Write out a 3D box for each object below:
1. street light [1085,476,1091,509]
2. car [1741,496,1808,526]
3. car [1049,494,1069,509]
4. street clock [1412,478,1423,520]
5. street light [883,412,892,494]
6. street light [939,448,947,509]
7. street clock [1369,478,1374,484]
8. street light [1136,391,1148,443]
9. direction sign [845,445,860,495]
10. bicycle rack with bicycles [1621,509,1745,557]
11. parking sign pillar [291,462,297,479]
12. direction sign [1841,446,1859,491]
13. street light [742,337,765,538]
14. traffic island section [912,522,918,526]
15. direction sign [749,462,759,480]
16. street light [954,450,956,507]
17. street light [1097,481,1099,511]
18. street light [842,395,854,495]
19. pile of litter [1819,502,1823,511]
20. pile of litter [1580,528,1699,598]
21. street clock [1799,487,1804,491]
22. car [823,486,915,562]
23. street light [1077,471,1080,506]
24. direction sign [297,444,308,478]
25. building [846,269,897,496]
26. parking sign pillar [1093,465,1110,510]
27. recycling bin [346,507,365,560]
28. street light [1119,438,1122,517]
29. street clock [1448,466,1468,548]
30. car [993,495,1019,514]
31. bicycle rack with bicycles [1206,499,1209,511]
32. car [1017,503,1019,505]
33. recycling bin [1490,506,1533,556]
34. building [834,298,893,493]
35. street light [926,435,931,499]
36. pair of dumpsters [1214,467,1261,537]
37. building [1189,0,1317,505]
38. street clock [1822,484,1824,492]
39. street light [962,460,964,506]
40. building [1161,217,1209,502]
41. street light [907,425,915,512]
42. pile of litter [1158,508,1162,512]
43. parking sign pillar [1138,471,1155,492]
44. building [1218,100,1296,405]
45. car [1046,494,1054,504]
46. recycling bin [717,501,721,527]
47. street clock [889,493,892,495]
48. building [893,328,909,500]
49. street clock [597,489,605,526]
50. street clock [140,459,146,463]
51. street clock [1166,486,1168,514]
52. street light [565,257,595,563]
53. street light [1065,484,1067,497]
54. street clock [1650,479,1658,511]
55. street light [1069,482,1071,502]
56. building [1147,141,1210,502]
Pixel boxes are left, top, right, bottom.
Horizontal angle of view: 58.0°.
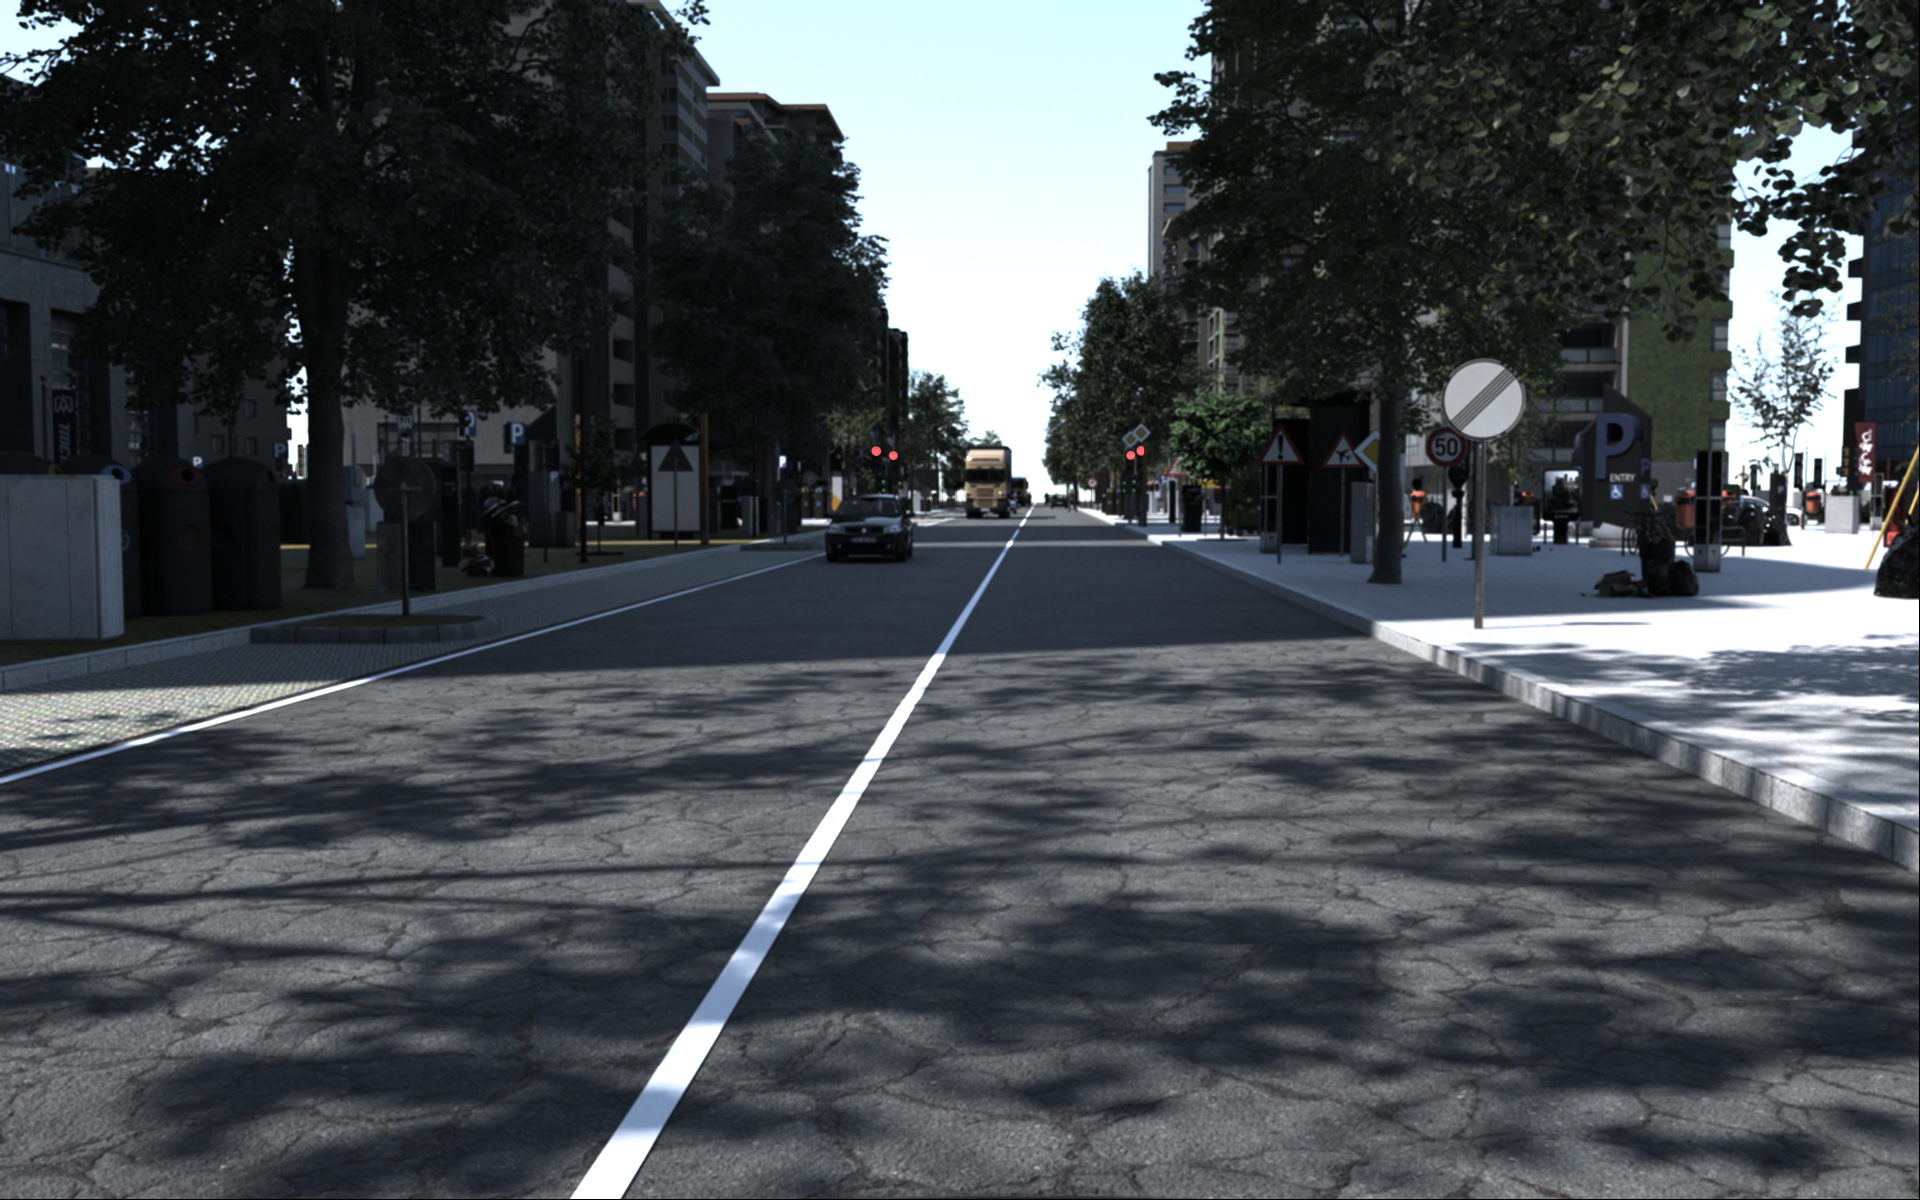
[{"bbox_3d":[12.417,-12.136,171.213,0.468,5.910,1.993,0,4,3],"label":"street light"},{"bbox_3d":[32.475,-3.626,71.647,4.827,1.381,2.083,0,4,4],"label":"car"},{"bbox_3d":[9.920,-9.977,172.916,2.009,1.686,4.222,0,4,2],"label":"car"},{"bbox_3d":[21.020,-4.593,79.661,0.471,2.002,0.358,2,4,27],"label":"street clock"},{"bbox_3d":[-4.017,-7.504,95.486,0.468,5.910,1.993,0,4,3],"label":"street light"},{"bbox_3d":[-1.442,-11.087,154.051,0.468,5.910,1.993,0,4,3],"label":"street light"},{"bbox_3d":[18.466,-4.511,78.330,0.471,2.002,0.358,1,4,15],"label":"street clock"},{"bbox_3d":[8.051,-6.360,76.780,0.468,5.910,1.993,0,4,3],"label":"street light"},{"bbox_3d":[-4.959,-5.389,80.105,0.876,3.537,0.379,-3,5,-41],"label":"direction sign"},{"bbox_3d":[14.810,-1.379,35.922,2.925,0.926,2.852,-3,5,-43],"label":"bicycle rack with bicycles"},{"bbox_3d":[-56.318,-9.673,146.627,1.447,3.967,1.447,-1,4,-19],"label":"parking sign pillar"},{"bbox_3d":[41.718,-5.450,81.097,0.876,3.537,0.379,2,4,30],"label":"direction sign"},{"bbox_3d":[-6.075,-4.784,51.012,0.468,5.910,1.993,0,4,3],"label":"street light"},{"bbox_3d":[-2.949,-3.345,76.971,2.009,0.180,2.903,0,4,3],"label":"traffic island section"},{"bbox_3d":[-14.376,-7.923,121.543,0.876,3.537,0.379,-2,4,-30],"label":"direction sign"},{"bbox_3d":[-0.502,-12.213,172.466,0.468,5.910,1.993,0,4,3],"label":"street light"},{"bbox_3d":[10.585,-9.783,132.743,0.468,5.910,1.993,0,4,3],"label":"street light"},{"bbox_3d":[-4.955,-6.384,77.174,0.468,5.910,1.993,0,4,3],"label":"street light"},{"bbox_3d":[58.327,-6.326,117.396,1.176,0.858,1.719,-1,4,-15],"label":"pile of litter"},{"bbox_3d":[8.594,-0.486,21.905,1.719,0.858,1.176,-1,4,-11],"label":"pile of litter"},{"bbox_3d":[71.985,-8.789,148.265,0.358,2.002,0.471,0,4,2],"label":"street clock"},{"bbox_3d":[-1.954,-1.723,37.960,2.009,1.686,4.222,0,4,1],"label":"car"},{"bbox_3d":[14.125,-14.410,208.392,0.468,5.910,1.993,0,4,3],"label":"street light"},{"bbox_3d":[-29.584,-5.276,78.266,0.876,3.537,0.379,2,4,27],"label":"direction sign"},{"bbox_3d":[-26.074,-35.794,277.114,32.217,40.220,23.993,0,4,3],"label":"building"},{"bbox_3d":[11.650,-9.373,141.725,1.447,3.967,1.447,3,5,42],"label":"parking sign pillar"},{"bbox_3d":[-12.190,-1.315,34.048,0.722,1.027,0.722,3,5,44],"label":"recycling bin"},{"bbox_3d":[8.881,-7.522,95.771,0.468,5.910,1.993,0,4,3],"label":"street light"},{"bbox_3d":[11.855,-2.242,41.235,0.471,2.002,0.358,0,4,6],"label":"street clock"},{"bbox_3d":[3.277,-7.030,126.942,2.014,1.417,4.499,0,4,1],"label":"car"},{"bbox_3d":[18.273,-6.499,119.639,2.852,0.926,2.925,-1,4,-16],"label":"bicycle rack with bicycles"},{"bbox_3d":[6.844,-13.287,227.465,2.015,1.641,3.980,0,4,3],"label":"car"},{"bbox_3d":[11.589,-1.460,36.417,0.722,1.027,0.722,0,4,3],"label":"recycling bin"},{"bbox_3d":[-18.110,-29.743,258.005,14.160,30.474,14.107,0,4,3],"label":"building"},{"bbox_3d":[-2.315,-9.757,132.310,0.468,5.910,1.993,0,4,3],"label":"street light"},{"bbox_3d":[8.828,-3.117,53.455,1.574,2.255,4.437,0,4,3],"label":"pair of dumpsters"},{"bbox_3d":[37.888,-46.605,200.244,20.563,71.187,20.611,0,4,3],"label":"building"},{"bbox_3d":[62.755,-7.410,125.722,0.471,2.002,0.358,-2,4,-35],"label":"street clock"},{"bbox_3d":[0.347,-13.333,190.782,0.468,5.910,1.993,0,4,3],"label":"street light"},{"bbox_3d":[42.456,-37.430,266.608,22.147,44.769,28.867,0,4,3],"label":"building"},{"bbox_3d":[-3.209,-8.625,113.804,0.468,5.910,1.993,0,4,3],"label":"street light"},{"bbox_3d":[13.999,-6.829,125.627,1.719,0.858,1.176,-2,4,-28],"label":"pile of litter"},{"bbox_3d":[14.194,-8.770,131.860,1.447,3.967,1.447,-1,4,-11],"label":"parking sign pillar"},{"bbox_3d":[34.317,-30.562,183.276,14.154,41.232,14.086,0,4,3],"label":"building"},{"bbox_3d":[13.519,-14.797,253.730,2.131,1.459,4.920,0,4,2],"label":"car"},{"bbox_3d":[-9.132,-3.377,67.774,0.722,1.027,0.722,0,3,0],"label":"recycling bin"},{"bbox_3d":[-4.371,-6.381,108.892,0.358,2.002,0.471,0,4,-7],"label":"street clock"},{"bbox_3d":[-16.246,-32.067,295.989,14.160,30.474,14.107,0,4,3],"label":"building"},{"bbox_3d":[-14.536,-4.017,70.241,0.358,2.002,0.471,-2,4,-24],"label":"street clock"},{"bbox_3d":[-16.571,-1.894,35.536,0.358,2.002,0.471,2,4,24],"label":"street clock"},{"bbox_3d":[13.499,-6.570,111.989,0.358,2.002,0.471,2,4,35],"label":"street clock"},{"bbox_3d":[-7.006,-3.626,32.076,0.468,5.910,1.993,0,4,3],"label":"street light"},{"bbox_3d":[17.930,-19.467,291.080,0.468,5.910,1.993,0,4,3],"label":"street light"},{"bbox_3d":[32.541,-4.699,81.396,0.471,2.002,0.358,-2,4,-25],"label":"street clock"},{"bbox_3d":[15.430,-16.107,236.129,0.468,5.910,1.993,0,4,3],"label":"street light"},{"bbox_3d":[42.341,-46.042,294.790,21.231,58.520,28.212,0,4,3],"label":"building"}]
